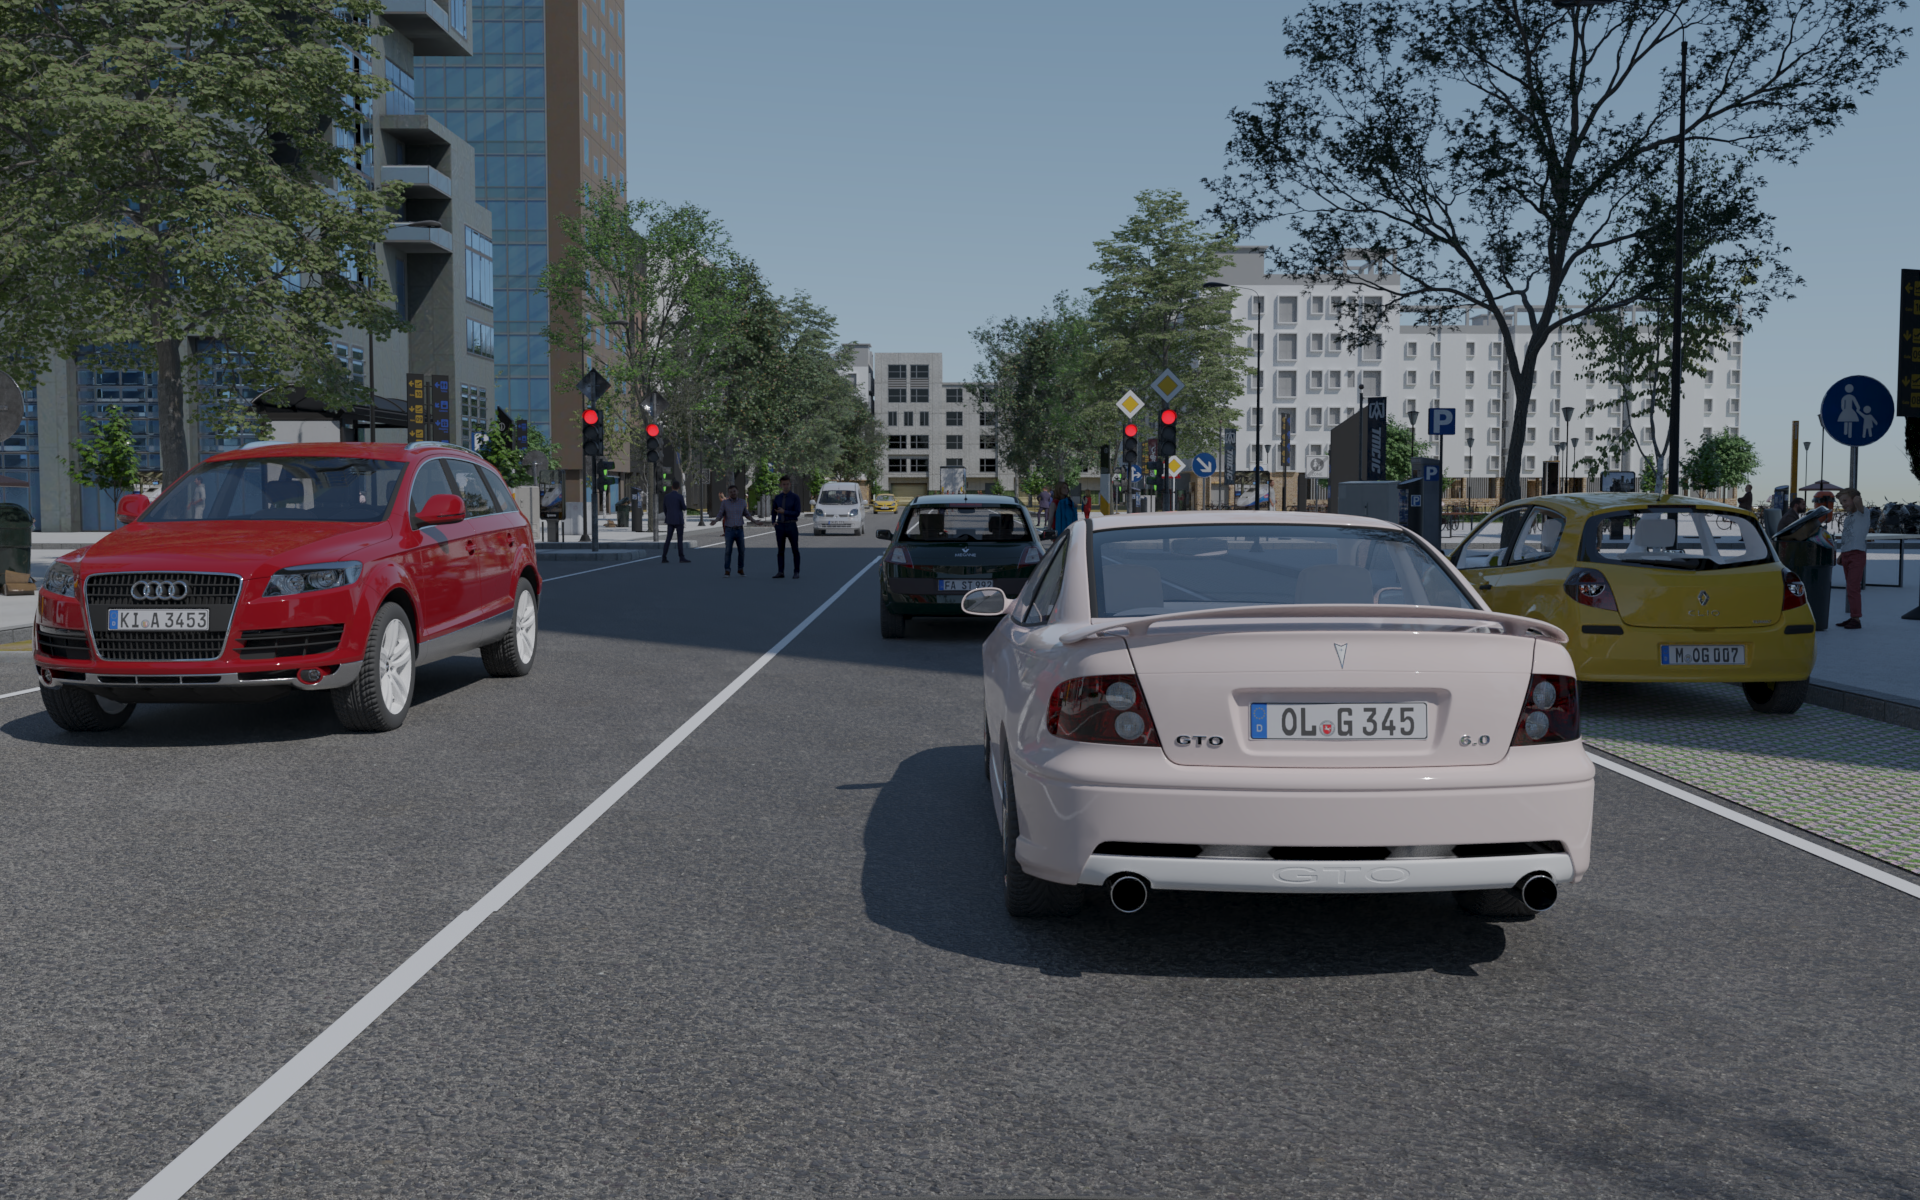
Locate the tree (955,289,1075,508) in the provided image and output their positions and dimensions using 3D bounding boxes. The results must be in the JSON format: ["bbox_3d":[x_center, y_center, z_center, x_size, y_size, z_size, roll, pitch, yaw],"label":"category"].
[{"bbox_3d":[7.270,-18.642,160.684,12.611,20.169,13.585,0,3,0],"label":"tree"}]

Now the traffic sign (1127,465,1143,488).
[{"bbox_3d":[7.543,-4.583,75.041,0.768,2.556,0.104,0,4,7],"label":"traffic sign"}]

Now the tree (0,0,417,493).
[{"bbox_3d":[-11.007,-6.414,22.999,7.486,12.596,7.792,0,3,0],"label":"tree"}]

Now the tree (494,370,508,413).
[{"bbox_3d":[-26.790,-8.846,94.997,4.737,8.622,4.395,0,3,0],"label":"tree"}]

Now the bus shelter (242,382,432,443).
[{"bbox_3d":[-12.049,-2.464,34.216,2.014,3.302,5.546,0,4,0],"label":"bus shelter"}]

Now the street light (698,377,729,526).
[{"bbox_3d":[-9.763,-5.892,68.882,1.470,5.913,1.316,0,4,0],"label":"street light"}]

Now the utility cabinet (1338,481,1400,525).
[{"bbox_3d":[6.947,-1.274,29.509,0.318,1.500,1.173,-2,4,-31],"label":"utility cabinet"}]

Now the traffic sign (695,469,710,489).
[{"bbox_3d":[-10.402,-4.144,69.883,0.606,2.300,0.079,0,4,3],"label":"traffic sign"}]

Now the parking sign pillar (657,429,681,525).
[{"bbox_3d":[-12.228,-5.112,72.049,1.447,3.967,1.447,2,4,32],"label":"parking sign pillar"}]

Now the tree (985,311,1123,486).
[{"bbox_3d":[6.291,-11.692,108.175,9.611,12.733,9.660,0,3,0],"label":"tree"}]

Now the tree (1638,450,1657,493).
[{"bbox_3d":[29.669,-4.888,74.520,1.663,3.219,1.824,0,3,0],"label":"tree"}]

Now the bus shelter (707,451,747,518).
[{"bbox_3d":[-12.592,-6.333,94.828,1.731,3.624,6.357,0,4,0],"label":"bus shelter"}]

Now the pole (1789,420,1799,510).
[{"bbox_3d":[23.154,-3.318,48.087,0.158,3.312,0.155,0,3,0],"label":"pole"}]

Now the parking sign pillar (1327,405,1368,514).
[{"bbox_3d":[11.155,-3.719,49.270,1.447,3.967,1.447,0,3,0],"label":"parking sign pillar"}]

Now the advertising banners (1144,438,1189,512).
[{"bbox_3d":[6.449,-3.526,53.835,0.090,3.025,2.074,-2,4,-30],"label":"advertising banners"}]

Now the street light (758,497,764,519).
[{"bbox_3d":[-9.898,-7.232,90.784,1.470,5.913,1.316,0,4,0],"label":"street light"}]

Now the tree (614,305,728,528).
[{"bbox_3d":[-10.534,-7.005,64.887,4.360,8.622,3.978,0,3,0],"label":"tree"}]

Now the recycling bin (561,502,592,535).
[{"bbox_3d":[-11.983,-2.543,54.131,0.722,1.027,0.722,1,4,19],"label":"recycling bin"}]

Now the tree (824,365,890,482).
[{"bbox_3d":[-11.486,-15.536,164.376,12.009,13.543,11.850,0,3,0],"label":"tree"}]

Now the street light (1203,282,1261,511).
[{"bbox_3d":[6.014,-4.009,38.094,1.470,5.913,1.316,0,4,0],"label":"street light"}]

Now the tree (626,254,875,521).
[{"bbox_3d":[-10.908,-10.060,81.492,9.611,12.733,9.660,0,3,0],"label":"tree"}]

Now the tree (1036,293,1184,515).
[{"bbox_3d":[7.641,-9.853,86.856,9.928,11.665,9.643,0,3,0],"label":"tree"}]

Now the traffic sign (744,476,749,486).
[{"bbox_3d":[-14.084,-6.873,112.474,0.768,2.556,0.104,0,4,4],"label":"traffic sign"}]

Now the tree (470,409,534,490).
[{"bbox_3d":[-10.536,-2.741,39.422,1.663,3.219,1.824,0,3,0],"label":"tree"}]

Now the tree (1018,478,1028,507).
[{"bbox_3d":[6.546,-10.862,172.194,1.663,3.219,1.824,0,3,0],"label":"tree"}]

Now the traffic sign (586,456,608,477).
[{"bbox_3d":[-11.117,-3.227,52.868,0.768,2.556,0.104,0,4,5],"label":"traffic sign"}]

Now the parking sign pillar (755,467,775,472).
[{"bbox_3d":[-12.892,-7.708,114.493,1.447,3.967,1.447,0,4,-5],"label":"parking sign pillar"}]

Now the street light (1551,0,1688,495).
[{"bbox_3d":[6.167,-2.670,16.192,1.470,5.913,1.316,0,4,0],"label":"street light"}]

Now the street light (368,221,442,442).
[{"bbox_3d":[-9.501,-3.488,29.573,1.470,5.913,1.316,0,4,0],"label":"street light"}]

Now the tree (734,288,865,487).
[{"bbox_3d":[-10.857,-12.204,106.195,9.857,13.997,8.962,0,3,0],"label":"tree"}]

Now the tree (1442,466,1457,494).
[{"bbox_3d":[28.910,-6.736,104.728,1.663,3.219,1.824,0,3,0],"label":"tree"}]

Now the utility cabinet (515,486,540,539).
[{"bbox_3d":[-12.372,-2.431,48.425,1.173,1.500,0.318,-2,4,-24],"label":"utility cabinet"}]

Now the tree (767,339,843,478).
[{"bbox_3d":[-12.273,-12.773,126.959,7.486,12.596,7.792,0,3,0],"label":"tree"}]

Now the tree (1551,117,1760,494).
[{"bbox_3d":[14.009,-5.160,34.731,4.737,8.622,4.395,0,3,0],"label":"tree"}]

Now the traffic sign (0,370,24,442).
[{"bbox_3d":[-9.777,-1.060,17.436,0.768,2.556,0.104,0,4,8],"label":"traffic sign"}]

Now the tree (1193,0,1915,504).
[{"bbox_3d":[7.305,-5.395,22.629,8.767,10.594,7.601,0,4,0],"label":"tree"}]

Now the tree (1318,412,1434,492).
[{"bbox_3d":[17.033,-5.213,68.951,4.285,4.588,4.351,0,3,0],"label":"tree"}]

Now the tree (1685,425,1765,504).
[{"bbox_3d":[35.770,-5.940,80.836,4.285,4.588,4.351,0,3,0],"label":"tree"}]

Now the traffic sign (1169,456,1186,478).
[{"bbox_3d":[6.967,-3.459,56.281,0.795,2.593,0.064,0,4,3],"label":"traffic sign"}]

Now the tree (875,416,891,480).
[{"bbox_3d":[-11.410,-13.643,140.064,9.611,12.733,9.660,0,3,0],"label":"tree"}]

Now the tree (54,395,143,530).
[{"bbox_3d":[-16.465,-2.401,33.863,1.663,3.219,1.824,0,3,0],"label":"tree"}]

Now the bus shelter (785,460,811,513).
[{"bbox_3d":[-10.913,-7.763,118.215,1.731,3.624,6.357,0,4,0],"label":"bus shelter"}]

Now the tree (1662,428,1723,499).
[{"bbox_3d":[21.692,-3.415,50.437,1.663,3.219,1.824,0,3,0],"label":"tree"}]

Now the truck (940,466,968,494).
[{"bbox_3d":[-0.649,-11.610,178.734,2.839,4.237,11.283,0,4,1],"label":"truck"}]

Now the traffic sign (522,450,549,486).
[{"bbox_3d":[-12.336,-3.072,50.333,0.768,2.556,0.104,0,4,1],"label":"traffic sign"}]

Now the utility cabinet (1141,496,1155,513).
[{"bbox_3d":[7.930,-3.876,74.531,1.020,1.237,0.306,-3,4,-38],"label":"utility cabinet"}]

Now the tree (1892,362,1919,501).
[{"bbox_3d":[61.016,-12.226,101.723,13.155,14.587,18.604,0,4,-7],"label":"tree"}]

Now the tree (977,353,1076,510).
[{"bbox_3d":[6.730,-13.950,138.450,12.009,13.543,11.850,0,3,0],"label":"tree"}]

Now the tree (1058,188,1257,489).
[{"bbox_3d":[7.569,-8.995,65.199,7.486,12.596,7.792,0,3,0],"label":"tree"}]

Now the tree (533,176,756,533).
[{"bbox_3d":[-10.413,-8.066,57.627,9.928,11.665,9.643,0,3,0],"label":"tree"}]

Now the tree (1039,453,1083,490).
[{"bbox_3d":[7.020,-8.334,119.980,4.285,4.588,4.351,0,3,0],"label":"tree"}]

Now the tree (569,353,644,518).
[{"bbox_3d":[-18.642,-8.607,91.092,4.737,8.622,4.395,0,3,0],"label":"tree"}]

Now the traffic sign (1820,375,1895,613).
[{"bbox_3d":[9.608,-1.133,18.633,0.768,2.556,0.104,0,4,4],"label":"traffic sign"}]

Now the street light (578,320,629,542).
[{"bbox_3d":[-9.541,-4.518,46.417,1.470,5.913,1.316,0,4,0],"label":"street light"}]

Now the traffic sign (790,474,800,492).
[{"bbox_3d":[-10.808,-6.851,112.011,0.884,2.594,0.081,0,4,1],"label":"traffic sign"}]

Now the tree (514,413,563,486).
[{"bbox_3d":[-17.898,-5.289,70.185,4.285,4.588,4.351,0,3,0],"label":"tree"}]
